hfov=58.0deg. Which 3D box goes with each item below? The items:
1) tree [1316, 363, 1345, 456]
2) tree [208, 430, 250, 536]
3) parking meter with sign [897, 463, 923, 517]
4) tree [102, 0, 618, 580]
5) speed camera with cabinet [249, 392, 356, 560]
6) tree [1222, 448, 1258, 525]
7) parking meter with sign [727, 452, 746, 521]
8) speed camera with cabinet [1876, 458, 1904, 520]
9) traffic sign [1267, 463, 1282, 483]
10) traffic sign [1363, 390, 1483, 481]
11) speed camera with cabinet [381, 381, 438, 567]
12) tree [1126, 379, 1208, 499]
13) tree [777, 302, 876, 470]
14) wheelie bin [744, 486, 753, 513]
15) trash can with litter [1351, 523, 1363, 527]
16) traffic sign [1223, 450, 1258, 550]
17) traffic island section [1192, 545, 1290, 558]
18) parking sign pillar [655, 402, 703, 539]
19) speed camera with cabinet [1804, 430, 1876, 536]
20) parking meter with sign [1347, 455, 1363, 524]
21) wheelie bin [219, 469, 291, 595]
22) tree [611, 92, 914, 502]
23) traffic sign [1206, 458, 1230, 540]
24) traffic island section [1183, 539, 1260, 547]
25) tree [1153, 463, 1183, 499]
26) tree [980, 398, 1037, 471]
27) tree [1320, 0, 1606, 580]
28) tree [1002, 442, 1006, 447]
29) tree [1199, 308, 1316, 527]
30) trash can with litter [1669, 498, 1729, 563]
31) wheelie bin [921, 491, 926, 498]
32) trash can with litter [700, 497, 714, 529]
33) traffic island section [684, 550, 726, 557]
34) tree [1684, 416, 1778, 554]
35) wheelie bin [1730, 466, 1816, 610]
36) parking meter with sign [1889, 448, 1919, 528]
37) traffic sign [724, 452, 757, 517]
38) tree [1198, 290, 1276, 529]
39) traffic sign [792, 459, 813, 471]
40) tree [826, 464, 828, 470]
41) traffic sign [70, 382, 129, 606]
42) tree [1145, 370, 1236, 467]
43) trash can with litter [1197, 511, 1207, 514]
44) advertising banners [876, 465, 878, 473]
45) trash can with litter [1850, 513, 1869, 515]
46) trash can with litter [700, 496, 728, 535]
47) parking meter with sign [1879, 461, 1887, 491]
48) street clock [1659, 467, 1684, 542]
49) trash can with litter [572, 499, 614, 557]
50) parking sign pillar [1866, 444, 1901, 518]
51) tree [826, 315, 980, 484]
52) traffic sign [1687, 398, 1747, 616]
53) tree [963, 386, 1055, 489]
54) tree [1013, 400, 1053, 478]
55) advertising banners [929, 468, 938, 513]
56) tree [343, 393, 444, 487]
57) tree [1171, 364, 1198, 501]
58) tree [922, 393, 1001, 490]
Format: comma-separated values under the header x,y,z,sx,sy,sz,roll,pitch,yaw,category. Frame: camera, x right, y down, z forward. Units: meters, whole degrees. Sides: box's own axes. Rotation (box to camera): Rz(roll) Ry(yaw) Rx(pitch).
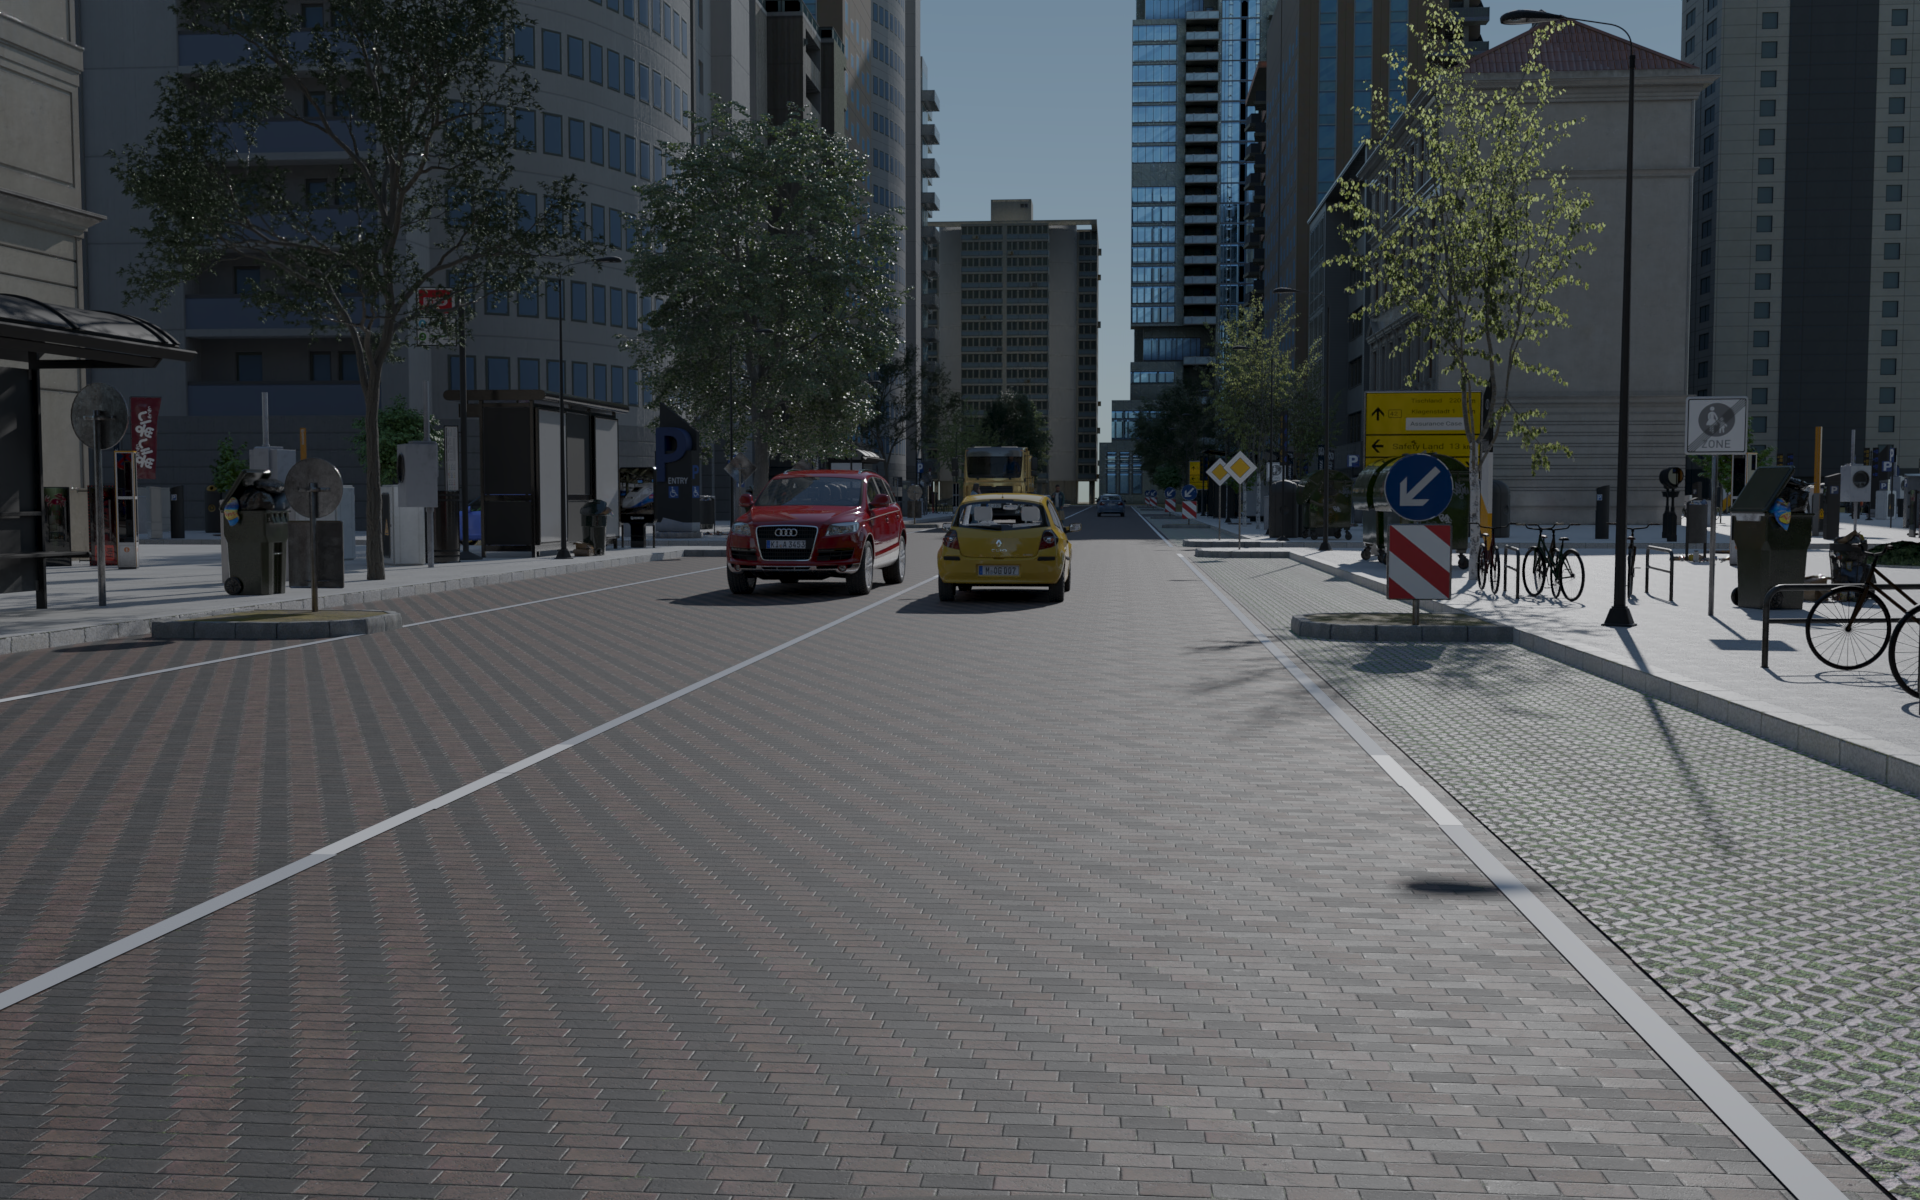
x,y,z,sx,sy,sz,roll,pitch,yaw,category
19.036,-8.891,95.723,4.737,8.622,4.395,0,3,0,tree
-22.312,-3.561,52.829,1.663,3.219,1.824,0,3,0,tree
-2.889,-6.202,97.667,1.738,3.016,0.543,3,5,41,parking meter with sign
-8.888,-5.558,25.289,8.767,10.594,7.601,1,4,21,tree
-12.798,-2.407,33.698,2.038,3.252,0.660,1,4,19,speed camera with cabinet
11.916,-4.798,73.052,1.663,3.219,1.824,0,3,0,tree
-8.861,-4.465,69.260,0.543,3.016,1.738,-1,4,-18,parking meter with sign
47.172,-5.710,87.690,2.038,3.252,0.660,-2,4,-35,speed camera with cabinet
10.305,-3.327,56.523,0.606,2.300,0.079,1,4,9,traffic sign
9.075,-2.456,34.026,2.265,3.308,0.079,1,4,9,traffic sign
-9.834,-2.233,30.854,0.660,3.252,2.038,-2,4,-30,speed camera with cabinet
23.360,-17.582,194.123,9.857,13.997,8.962,0,3,0,tree
-5.424,-6.979,64.462,4.737,8.622,4.395,0,3,0,tree
-7.597,-3.432,64.025,0.693,1.594,0.980,2,4,28,wheelie bin
15.272,-3.522,68.636,1.678,1.210,2.233,-1,4,-16,trash can with litter
6.445,-2.218,39.906,0.795,2.450,0.064,0,4,5,traffic sign
6.469,-1.083,39.981,2.009,0.180,2.903,0,4,5,traffic island section
-8.223,-3.785,50.364,1.447,3.967,1.447,2,4,26,parking sign pillar
26.765,-3.589,53.009,2.038,3.252,0.660,0,4,-6,speed camera with cabinet
17.386,-4.881,76.059,0.543,3.016,1.738,0,4,3,parking meter with sign
-8.973,-0.872,22.172,0.693,1.594,0.980,1,4,9,wheelie bin
-6.386,-9.154,56.317,9.857,13.997,8.962,0,3,0,tree
7.176,-2.704,47.858,0.795,2.450,0.064,0,4,5,traffic sign
7.200,-1.569,47.933,2.009,0.180,2.903,0,4,5,traffic island section
20.605,-11.474,171.307,4.285,4.588,4.351,0,3,0,tree
4.076,-14.278,167.859,7.601,10.594,8.767,2,4,28,tree
7.558,-4.595,25.492,4.360,8.622,3.978,0,3,0,tree
1.585,-11.822,143.644,4.737,8.622,4.395,0,3,0,tree
11.279,-7.196,68.016,4.737,8.622,4.395,0,3,0,tree
14.547,-1.364,33.361,2.233,1.210,1.678,-2,4,-27,trash can with litter
-2.808,-7.125,124.406,0.693,1.594,0.980,0,4,4,wheelie bin
-9.355,-3.172,63.253,0.624,1.170,1.055,-2,4,-27,trash can with litter
-5.222,-1.148,41.056,2.009,0.180,2.903,0,4,5,traffic island section
16.778,-2.610,37.275,1.663,3.219,1.824,0,3,0,tree
9.114,-0.706,19.450,0.693,1.594,0.980,-1,4,-10,wheelie bin
36.011,-4.219,65.249,1.738,3.016,0.543,1,4,12,parking meter with sign
-5.198,-2.284,40.992,0.795,2.450,0.064,0,4,5,traffic sign
11.185,-6.910,63.344,4.360,8.622,3.978,0,3,0,tree
-4.468,-2.771,48.944,0.795,2.450,0.064,0,4,5,traffic sign
-6.933,-6.168,95.442,1.663,3.219,1.824,0,3,0,tree
-9.835,-1.204,19.788,0.768,2.556,0.104,1,4,14,traffic sign
17.316,-12.001,130.622,7.601,10.594,8.767,-2,4,-25,tree
16.122,-6.244,113.152,2.233,1.210,1.678,3,5,44,trash can with litter
-5.186,-6.693,105.618,0.090,3.025,2.074,-1,4,-11,advertising banners
55.525,-5.784,105.629,1.678,1.210,2.233,-2,4,-32,trash can with litter
-7.572,-2.631,54.079,2.233,1.210,1.678,1,4,11,trash can with litter
48.548,-5.793,90.981,0.543,3.016,1.738,3,4,37,parking meter with sign
19.138,-2.565,46.504,0.471,2.002,0.358,-1,4,-11,street clock
-7.622,-1.499,35.898,0.624,1.170,1.055,0,4,8,trash can with litter
50.333,-6.486,94.511,1.447,3.967,1.447,0,4,-7,parking sign pillar
-3.568,-9.348,87.249,8.767,10.594,7.601,0,3,0,tree
7.930,-0.984,18.224,0.606,2.300,0.079,1,4,13,traffic sign
5.407,-16.340,184.174,9.611,12.733,9.660,0,3,0,tree
6.963,-16.983,195.801,7.486,12.596,7.792,0,3,0,tree
-1.785,-7.292,115.404,0.090,3.025,2.074,-1,4,-16,advertising banners
-18.220,-4.429,56.132,4.285,4.588,4.351,0,3,0,tree
13.232,-8.169,83.920,4.360,8.622,3.978,0,3,0,tree
-0.511,-10.578,123.304,4.737,8.622,4.395,0,3,0,tree
